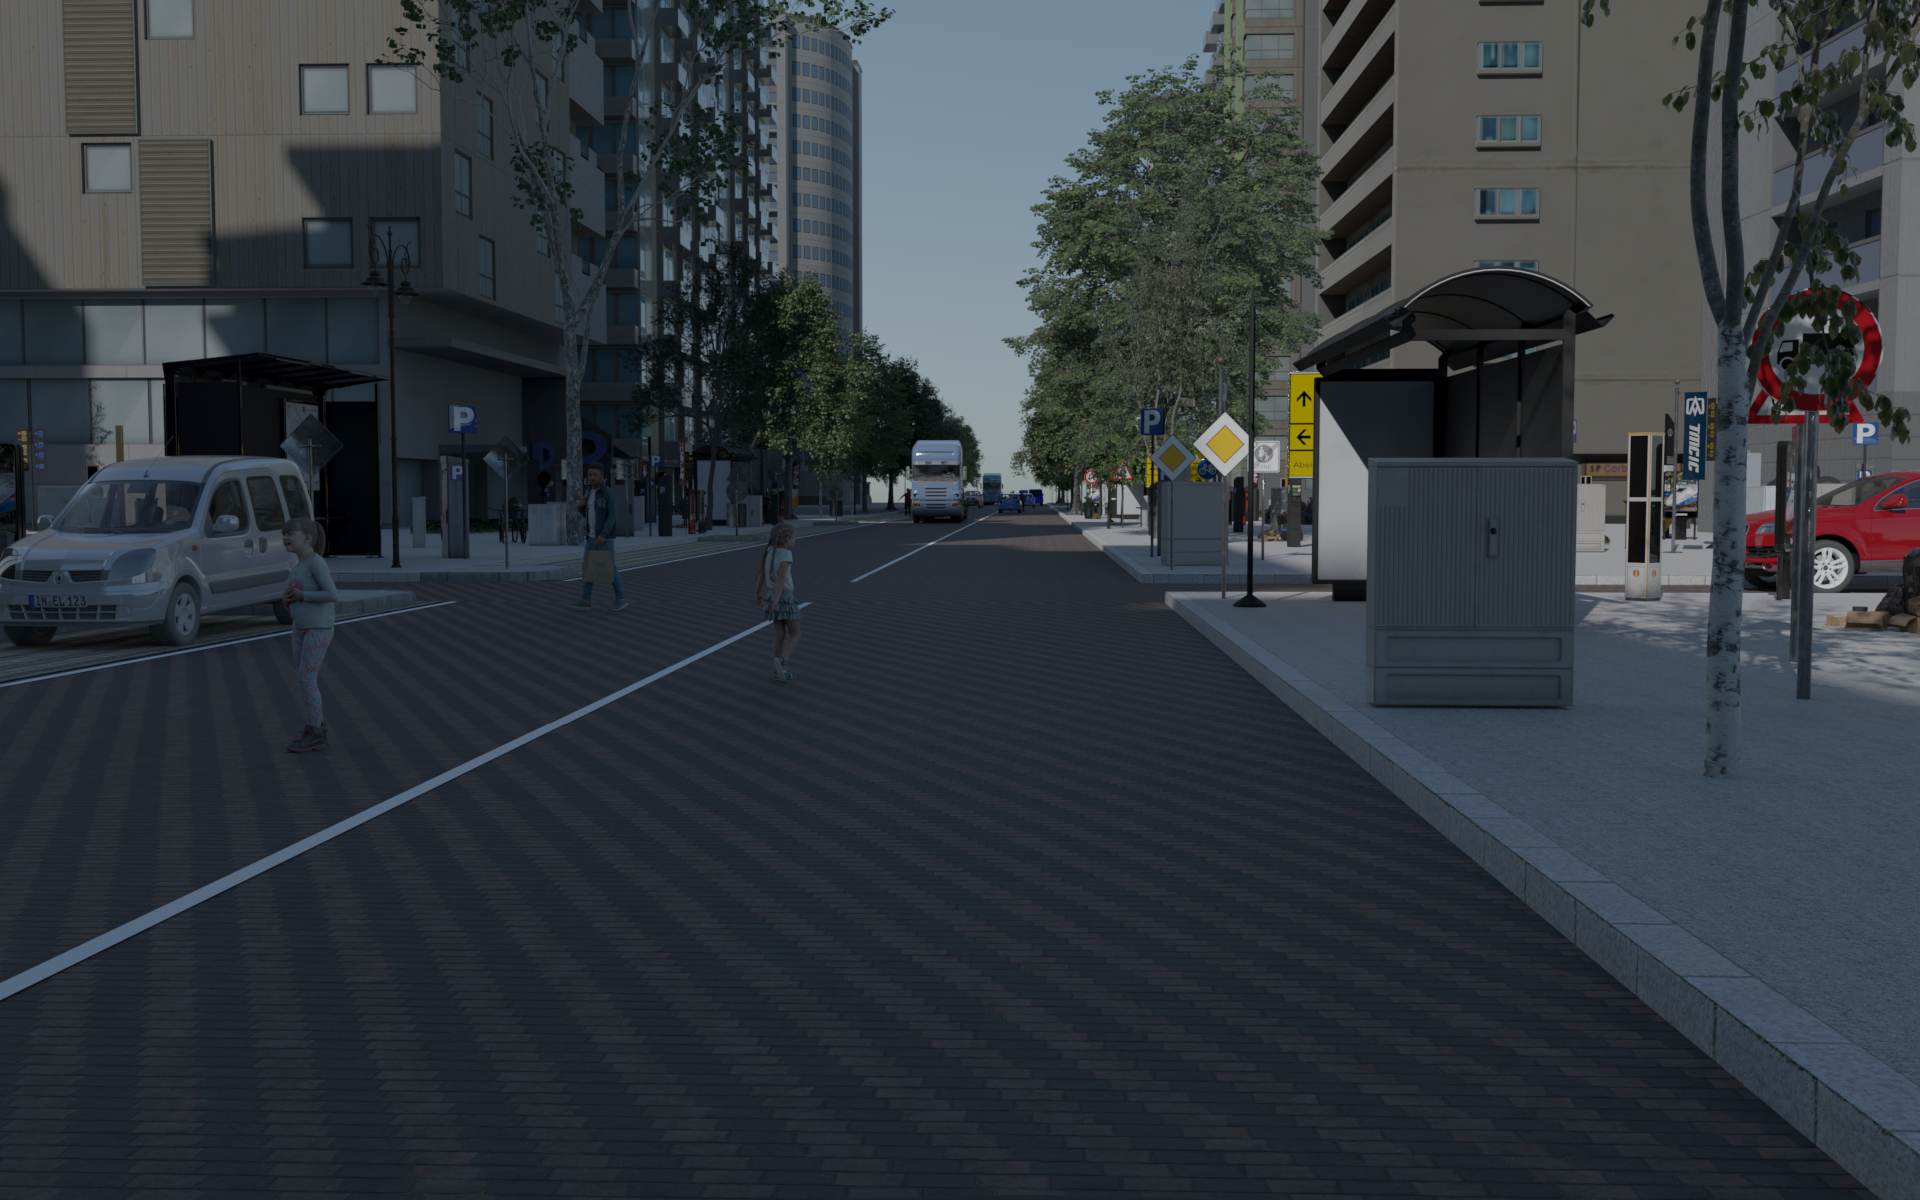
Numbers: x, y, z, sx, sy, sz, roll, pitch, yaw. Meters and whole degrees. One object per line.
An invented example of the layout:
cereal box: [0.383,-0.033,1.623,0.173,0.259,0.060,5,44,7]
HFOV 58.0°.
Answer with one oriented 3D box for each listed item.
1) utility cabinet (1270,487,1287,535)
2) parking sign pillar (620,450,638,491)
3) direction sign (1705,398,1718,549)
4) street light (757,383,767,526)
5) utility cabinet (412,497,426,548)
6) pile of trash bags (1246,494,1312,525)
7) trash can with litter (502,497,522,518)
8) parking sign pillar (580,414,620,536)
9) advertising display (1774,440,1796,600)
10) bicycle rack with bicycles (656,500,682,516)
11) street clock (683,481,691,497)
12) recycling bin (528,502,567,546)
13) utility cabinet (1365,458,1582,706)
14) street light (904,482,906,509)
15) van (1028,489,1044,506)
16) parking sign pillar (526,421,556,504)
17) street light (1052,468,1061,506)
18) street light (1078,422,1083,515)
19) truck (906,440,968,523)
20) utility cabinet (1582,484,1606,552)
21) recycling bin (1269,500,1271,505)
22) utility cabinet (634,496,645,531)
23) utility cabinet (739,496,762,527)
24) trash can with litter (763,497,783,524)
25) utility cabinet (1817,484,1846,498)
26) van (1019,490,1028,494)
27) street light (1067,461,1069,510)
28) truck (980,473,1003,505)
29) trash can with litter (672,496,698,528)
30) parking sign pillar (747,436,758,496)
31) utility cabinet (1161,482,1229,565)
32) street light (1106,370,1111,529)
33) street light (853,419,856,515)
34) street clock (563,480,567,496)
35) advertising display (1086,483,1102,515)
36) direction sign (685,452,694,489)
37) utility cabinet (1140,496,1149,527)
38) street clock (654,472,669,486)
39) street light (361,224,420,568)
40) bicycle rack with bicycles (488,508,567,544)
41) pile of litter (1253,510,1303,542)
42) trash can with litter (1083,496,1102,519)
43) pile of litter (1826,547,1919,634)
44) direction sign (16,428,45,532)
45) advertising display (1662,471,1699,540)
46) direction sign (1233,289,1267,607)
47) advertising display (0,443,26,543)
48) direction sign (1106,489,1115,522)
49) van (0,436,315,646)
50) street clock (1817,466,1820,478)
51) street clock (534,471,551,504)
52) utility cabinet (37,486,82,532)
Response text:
utility cabinet: [9.826,-2.721,53.174,0.318,1.500,1.173,0,4,-5]
parking sign pillar: [-18.226,-6.475,94.341,1.447,3.967,1.447,-1,4,-13]
direction sign: [17.730,-2.973,40.610,0.379,3.537,0.876,0,4,-5]
street light: [-8.048,-5.958,70.195,0.468,5.910,1.993,0,4,2]
utility cabinet: [-13.011,-1.864,41.642,0.306,1.237,1.020,-1,4,-16]
pile of trash bags: [13.275,-3.866,72.954,3.447,1.369,1.912,0,4,-1]
trash can with litter: [-16.414,-3.135,62.647,0.624,1.170,1.055,3,4,38]
parking sign pillar: [-11.435,-3.985,53.625,1.447,3.967,1.447,0,4,-5]
advertising display: [10.171,-0.977,21.184,0.123,1.923,0.974,3,5,41]
bicycle rack with bicycles: [-17.121,-5.511,103.491,2.852,0.926,2.925,3,5,40]
street clock: [-14.733,-5.455,93.765,0.358,2.002,0.471,2,4,30]
recycling bin: [-10.321,-1.881,43.316,0.722,1.027,0.722,1,4,11]
utility cabinet: [3.068,-0.107,10.424,1.173,1.500,0.318,0,4,3]
street light: [-4.679,-10.685,147.488,0.468,5.910,1.993,0,4,2]
van: [9.251,-12.800,213.660,2.240,2.365,5.245,0,4,1]
parking sign pillar: [-15.500,-4.628,64.134,1.447,3.967,1.447,1,4,18]
street light: [12.383,-15.285,222.697,0.468,5.910,1.993,0,4,2]
street light: [7.290,-8.011,103.765,0.468,5.910,1.993,0,4,2]
truck: [-0.950,-6.301,92.779,2.967,4.110,18.799,0,4,1]
utility cabinet: [13.567,-1.802,38.137,1.173,1.500,0.318,0,4,1]
recycling bin: [14.019,-3.872,75.865,0.722,1.027,0.722,-2,4,-27]
utility cabinet: [-11.157,-3.001,60.234,0.306,1.237,1.020,0,4,-6]
utility cabinet: [-8.273,-3.465,67.816,1.020,1.237,0.306,1,4,14]
trash can with litter: [-8.059,-3.830,74.000,0.624,1.170,1.055,2,4,34]
utility cabinet: [18.322,-1.719,36.790,1.173,1.500,0.318,3,5,43]
van: [9.549,-15.255,253.797,2.240,2.365,5.245,0,4,4]
street light: [8.679,-10.185,139.308,0.468,5.910,1.993,0,4,2]
truck: [4.515,-14.664,229.508,2.967,4.110,18.799,0,4,3]
trash can with litter: [-10.376,-3.343,65.721,1.678,1.210,2.233,-1,4,-17]
parking sign pillar: [-9.725,-5.618,80.319,1.447,3.967,1.447,0,4,8]
utility cabinet: [4.213,-1.371,31.098,1.173,1.500,0.318,-1,4,-13]
street light: [5.476,-5.553,63.581,0.468,5.910,1.993,0,4,2]
street light: [-6.470,-8.174,106.427,0.468,5.910,1.993,0,4,2]
street clock: [-14.943,-3.778,66.339,0.471,2.002,0.358,2,4,32]
advertising display: [7.214,-5.378,93.138,0.974,1.923,0.123,3,5,40]
direction sign: [-14.328,-6.138,92.347,0.876,3.537,0.379,0,4,4]
utility cabinet: [7.247,-3.470,67.898,0.306,1.237,1.020,1,4,11]
street clock: [-9.583,-3.130,55.739,0.471,2.002,0.358,-3,5,-40]
street light: [-9.825,-3.500,30.009,0.468,5.910,1.993,0,4,2]
bicycle rack with bicycles: [-11.184,-1.976,45.684,2.852,0.926,2.925,0,4,-5]
pile of litter: [8.651,-2.034,47.228,1.719,0.858,1.176,-2,4,-24]
trash can with litter: [6.816,-4.727,88.668,1.055,1.170,0.624,3,5,43]
pile of litter: [8.945,-0.145,16.329,1.176,0.858,1.719,0,4,2]
direction sign: [-31.666,-4.104,59.092,0.876,3.537,0.379,0,4,-7]
advertising display: [20.122,-2.641,48.400,0.974,1.923,0.123,0,4,2]
direction sign: [3.306,-1.692,19.657,0.379,3.537,0.876,1,4,10]
advertising display: [-12.310,-1.029,22.036,0.974,1.923,0.123,1,4,18]
direction sign: [6.912,-5.349,79.450,0.379,3.537,0.876,0,4,-1]
van: [-8.042,-0.647,17.590,2.013,2.044,4.112,0,4,2]
street clock: [21.425,-2.384,43.556,0.358,2.002,0.471,1,4,13]
street clock: [-13.090,-3.044,54.340,0.471,2.002,0.358,-3,5,-44]
utility cabinet: [-24.628,-2.376,47.532,1.173,1.500,0.318,-2,4,-24]
